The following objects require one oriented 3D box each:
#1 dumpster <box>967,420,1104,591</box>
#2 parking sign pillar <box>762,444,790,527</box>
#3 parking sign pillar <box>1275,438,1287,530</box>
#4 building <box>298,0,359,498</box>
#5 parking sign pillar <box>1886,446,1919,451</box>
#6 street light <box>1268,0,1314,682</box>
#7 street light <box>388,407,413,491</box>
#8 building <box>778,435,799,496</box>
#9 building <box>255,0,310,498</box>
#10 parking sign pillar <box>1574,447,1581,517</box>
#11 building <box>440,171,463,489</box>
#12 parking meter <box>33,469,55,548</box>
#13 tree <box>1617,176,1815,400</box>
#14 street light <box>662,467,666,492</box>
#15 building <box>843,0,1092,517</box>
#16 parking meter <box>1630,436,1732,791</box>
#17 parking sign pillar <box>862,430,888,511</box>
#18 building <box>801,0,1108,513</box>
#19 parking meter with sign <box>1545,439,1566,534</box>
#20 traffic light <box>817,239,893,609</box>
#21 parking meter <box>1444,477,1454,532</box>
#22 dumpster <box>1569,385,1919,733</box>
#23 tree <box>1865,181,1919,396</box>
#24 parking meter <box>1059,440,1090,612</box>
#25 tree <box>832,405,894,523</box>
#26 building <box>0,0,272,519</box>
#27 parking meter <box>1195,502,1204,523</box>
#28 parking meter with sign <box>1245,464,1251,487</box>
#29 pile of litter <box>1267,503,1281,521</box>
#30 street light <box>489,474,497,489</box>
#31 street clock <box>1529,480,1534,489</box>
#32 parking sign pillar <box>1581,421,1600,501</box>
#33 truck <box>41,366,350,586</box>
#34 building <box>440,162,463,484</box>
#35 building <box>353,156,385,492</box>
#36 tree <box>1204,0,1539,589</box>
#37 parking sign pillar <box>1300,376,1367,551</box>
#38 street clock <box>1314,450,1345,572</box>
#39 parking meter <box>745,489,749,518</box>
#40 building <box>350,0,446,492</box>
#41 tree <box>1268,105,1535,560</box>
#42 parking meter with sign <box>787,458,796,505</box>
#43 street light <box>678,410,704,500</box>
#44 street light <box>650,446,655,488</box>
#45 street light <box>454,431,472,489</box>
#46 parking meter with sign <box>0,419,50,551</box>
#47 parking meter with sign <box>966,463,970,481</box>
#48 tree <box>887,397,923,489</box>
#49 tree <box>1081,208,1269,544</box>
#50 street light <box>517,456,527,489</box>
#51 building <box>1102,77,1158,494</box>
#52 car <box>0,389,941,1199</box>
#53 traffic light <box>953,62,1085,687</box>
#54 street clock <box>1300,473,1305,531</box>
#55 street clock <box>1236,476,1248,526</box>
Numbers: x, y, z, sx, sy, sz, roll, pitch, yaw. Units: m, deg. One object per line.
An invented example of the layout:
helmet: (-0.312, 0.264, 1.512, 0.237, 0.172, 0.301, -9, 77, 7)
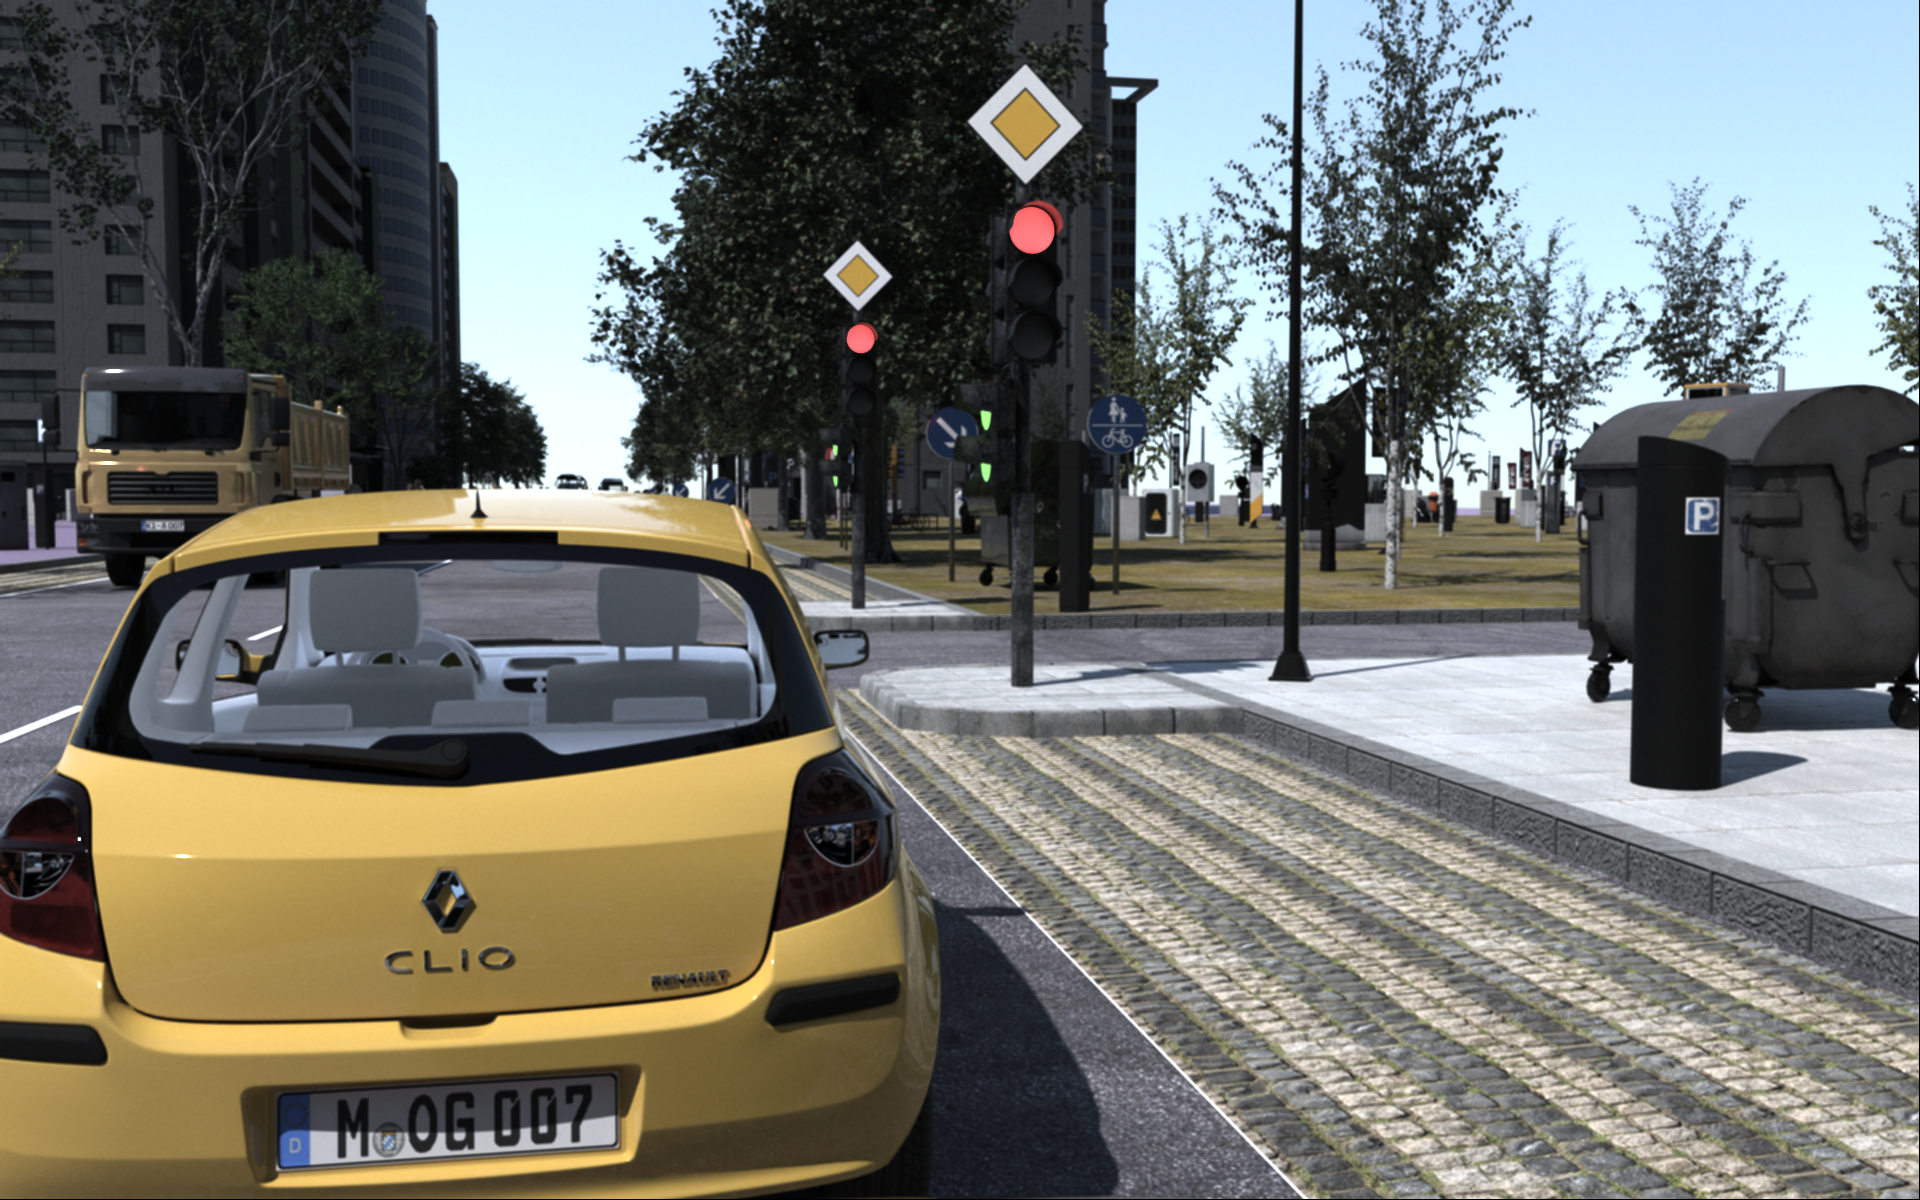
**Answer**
dumpster: (1.007, -1.280, 23.422, 1.502, 2.255, 1.985, -1, 4, -11)
parking sign pillar: (-7.337, -4.811, 67.129, 1.447, 3.967, 1.447, -1, 4, -14)
parking sign pillar: (12.061, -4.501, 62.056, 1.447, 3.967, 1.447, -2, 4, -24)
building: (-56.497, -30.672, 125.185, 21.300, 48.544, 21.600, -1, 4, -11)
parking sign pillar: (42.351, -5.488, 78.202, 1.447, 3.967, 1.447, -1, 4, -8)
street light: (1.761, -2.396, 11.713, 1.470, 5.913, 1.316, -1, 4, -11)
street light: (-29.706, -7.304, 91.955, 1.470, 5.913, 1.316, -1, 4, -11)
building: (-17.008, -36.364, 214.158, 23.786, 49.044, 30.456, -1, 4, -11)
building: (-49.656, -25.995, 108.605, 14.154, 41.232, 14.086, -1, 4, -11)
parking sign pillar: (35.719, -6.731, 98.522, 1.447, 3.967, 1.447, 0, 4, -3)
building: (-69.209, -32.337, 212.302, 14.154, 41.232, 14.086, -1, 4, -11)
parking meter: (-21.817, -2.174, 41.250, 0.399, 1.863, 0.255, 1, 4, 11)
tree: (17.240, -5.487, 40.070, 4.360, 8.622, 3.978, 0, 3, 0)
street light: (-21.934, -9.738, 131.756, 1.470, 5.913, 1.316, -1, 4, -11)
building: (-0.574, -25.701, 103.799, 14.154, 41.232, 14.086, -1, 4, -11)
parking meter: (3.166, 0.048, 7.622, 0.372, 1.533, 0.369, 0, 3, 0)
parking sign pillar: (-3.639, -5.034, 70.773, 1.447, 3.967, 1.447, -1, 4, -14)
building: (-1.088, -35.678, 125.328, 21.231, 58.520, 28.212, -1, 4, -11)
parking meter with sign: (19.214, -3.656, 56.043, 0.543, 3.016, 1.738, 1, 4, 14)
traffic light: (-1.157, -1.857, 19.289, 0.839, 4.253, 0.868, -1, 4, -11)
parking meter: (16.683, -3.269, 59.153, 0.255, 1.863, 0.399, 0, 4, 3)
dumpster: (4.575, -0.262, 10.049, 1.264, 1.857, 1.865, -1, 4, -11)
tree: (22.978, -5.500, 40.295, 4.737, 8.622, 4.395, 0, 3, 0)
parking meter: (1.254, -0.807, 18.912, 0.255, 1.863, 0.399, 1, 4, 20)
tree: (-5.183, -7.753, 77.126, 4.360, 8.622, 3.978, 0, 3, 0)
building: (-46.275, -19.767, 94.892, 14.160, 30.474, 14.107, -1, 4, -11)
parking meter: (10.786, -4.412, 77.851, 0.399, 1.863, 0.255, 1, 4, 15)
parking meter with sign: (16.464, -6.222, 97.995, 0.543, 3.016, 1.738, 0, 4, 5)
pile of litter: (15.587, -4.308, 84.397, 1.176, 0.858, 1.719, 0, 4, -4)
street light: (-44.322, -11.778, 165.105, 1.470, 5.913, 1.316, -1, 4, -11)
street clock: (29.093, -5.121, 88.291, 0.358, 2.002, 0.471, 1, 4, 14)
parking sign pillar: (23.916, -4.604, 63.750, 1.447, 3.967, 1.447, 2, 4, 35)
truck: (-12.470, -2.049, 29.423, 3.469, 3.379, 9.791, -1, 4, -10)
building: (-73.110, -35.256, 226.551, 14.600, 45.320, 14.200, -1, 4, -11)
building: (-56.468, -22.800, 144.483, 14.160, 30.474, 14.107, -1, 4, -11)
tree: (5.741, -4.471, 23.470, 4.360, 8.622, 3.978, 0, 3, 0)
parking sign pillar: (8.575, -3.125, 39.573, 1.447, 3.967, 1.447, 0, 4, -2)
street clock: (6.085, -1.469, 28.586, 0.358, 2.002, 0.471, -3, 5, -40)
parking meter: (-8.529, -3.774, 70.116, 0.372, 1.533, 0.369, 0, 3, 0)
building: (-69.253, -39.648, 190.247, 21.231, 58.520, 28.212, -1, 4, -11)
tree: (8.779, -5.090, 33.582, 4.737, 8.622, 4.395, 0, 3, 0)
parking meter with sign: (-8.471, -5.438, 85.172, 0.543, 3.016, 1.738, -1, 4, -15)
street light: (-14.645, -7.484, 94.910, 1.470, 5.913, 1.316, -1, 4, -11)
street light: (-30.960, -12.500, 176.919, 1.470, 5.913, 1.316, -1, 4, -11)
street light: (-36.915, -9.537, 128.475, 1.470, 5.913, 1.316, -1, 4, -11)
parking meter with sign: (-21.765, -2.649, 39.567, 0.543, 3.016, 1.738, 3, 5, 42)
parking meter with sign: (1.249, -6.120, 96.329, 1.738, 3.016, 0.543, 1, 4, 16)
tree: (-4.140, -8.734, 93.169, 4.737, 8.622, 4.395, 0, 3, 0)
tree: (5.531, -5.750, 44.383, 4.737, 8.622, 4.395, 0, 3, 0)
street light: (-53.325, -14.567, 210.711, 1.470, 5.913, 1.316, -1, 4, -11)
building: (-1.402, -28.187, 152.746, 32.217, 40.220, 23.993, -1, 4, -11)
car: (-1.167, 0.342, 4.634, 2.015, 1.641, 3.980, -1, 4, -11)
traffic light: (0.397, -1.378, 11.456, 0.839, 4.253, 0.868, -1, 4, -11)
street clock: (11.712, -3.362, 59.536, 0.358, 2.002, 0.471, -1, 4, -12)
street clock: (11.299, -3.968, 69.449, 0.471, 2.002, 0.358, 0, 4, -4)
